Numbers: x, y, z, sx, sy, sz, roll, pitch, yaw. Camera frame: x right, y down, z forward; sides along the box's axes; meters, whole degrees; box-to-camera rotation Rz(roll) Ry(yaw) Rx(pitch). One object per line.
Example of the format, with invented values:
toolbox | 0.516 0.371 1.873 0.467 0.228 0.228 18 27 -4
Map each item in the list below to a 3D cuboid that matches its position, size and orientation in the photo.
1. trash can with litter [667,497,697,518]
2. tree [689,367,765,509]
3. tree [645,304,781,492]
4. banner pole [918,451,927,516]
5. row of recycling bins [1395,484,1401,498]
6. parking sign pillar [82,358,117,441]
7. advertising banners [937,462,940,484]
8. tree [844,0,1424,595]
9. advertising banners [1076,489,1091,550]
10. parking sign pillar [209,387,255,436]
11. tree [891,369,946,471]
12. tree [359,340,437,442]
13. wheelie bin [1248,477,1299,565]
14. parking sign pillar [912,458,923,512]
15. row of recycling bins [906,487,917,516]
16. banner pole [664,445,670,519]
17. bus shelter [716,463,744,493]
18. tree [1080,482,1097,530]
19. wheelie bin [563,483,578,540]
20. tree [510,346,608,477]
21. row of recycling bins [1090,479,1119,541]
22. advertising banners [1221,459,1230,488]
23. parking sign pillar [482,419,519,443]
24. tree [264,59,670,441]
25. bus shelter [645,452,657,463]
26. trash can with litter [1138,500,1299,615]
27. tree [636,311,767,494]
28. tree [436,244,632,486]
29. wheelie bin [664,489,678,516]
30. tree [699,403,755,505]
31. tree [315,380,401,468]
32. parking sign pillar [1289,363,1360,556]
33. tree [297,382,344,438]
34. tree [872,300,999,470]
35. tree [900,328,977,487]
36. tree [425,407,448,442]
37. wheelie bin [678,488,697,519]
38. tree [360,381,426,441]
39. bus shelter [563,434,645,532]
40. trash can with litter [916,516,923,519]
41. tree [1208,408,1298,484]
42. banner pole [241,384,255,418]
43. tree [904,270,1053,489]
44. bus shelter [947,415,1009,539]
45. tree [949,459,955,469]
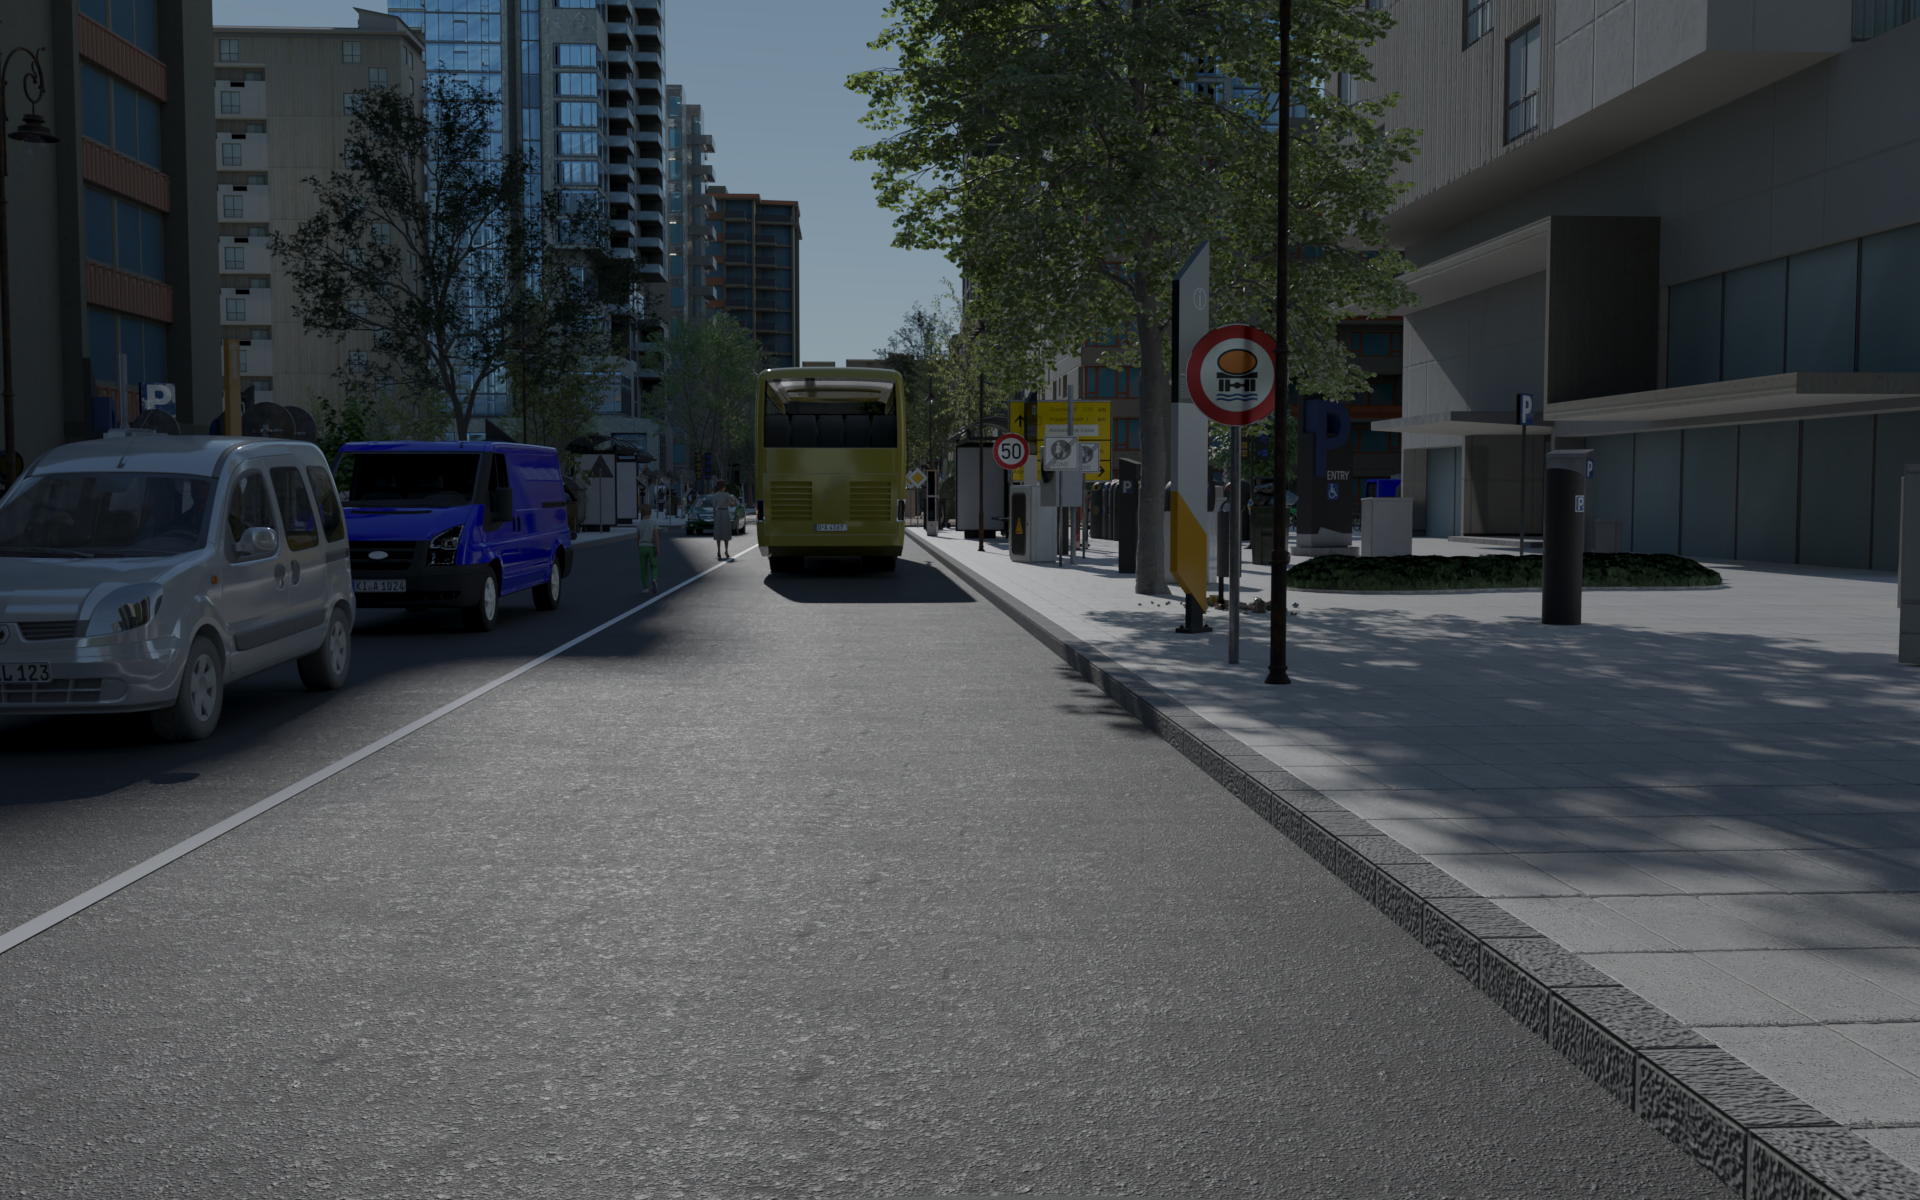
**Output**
trash can with litter | -14.584 -4.991 92.659 2.233 1.210 1.678 1 4 23
tree | -18.588 -14.404 152.507 9.611 12.733 9.660 0 3 0
tree | -15.372 -12.301 111.483 12.009 13.543 11.850 0 3 0
banner pole | -2.218 -6.803 101.250 0.863 3.779 0.401 -3 5 -44
row of recycling bins | 16.717 -3.412 62.901 1.069 1.692 3.534 3 4 36
parking sign pillar | -17.332 -2.843 34.963 1.447 3.967 1.447 -1 4 -19
advertising banners | -1.006 -5.891 92.509 0.090 3.025 2.074 -1 4 -10
tree | 2.042 -6.351 21.970 7.486 12.596 7.792 0 3 0
advertising banners | 2.683 -2.653 39.556 0.090 3.025 2.074 1 4 19
parking sign pillar | -17.971 -3.320 42.756 1.447 3.967 1.447 1 4 15
tree | -4.739 -13.090 139.782 9.928 11.665 9.643 0 3 0
tree | -23.873 -7.814 78.128 4.737 8.622 4.395 0 3 0
wheelie bin | 5.673 -1.445 31.526 0.980 1.594 0.693 2 4 25
parking sign pillar | -3.151 -8.395 125.734 1.447 3.967 1.447 -1 4 -14
row of recycling bins | -3.136 -5.910 103.734 1.069 1.692 3.534 0 4 -5
banner pole | -15.080 -6.049 88.912 0.401 3.779 0.863 0 4 -7
bus shelter | -17.703 -8.711 133.709 1.731 3.624 6.357 0 4 -3
tree | 4.435 -4.146 62.380 1.663 3.219 1.824 0 3 0
wheelie bin | -11.051 -2.470 48.299 0.693 1.594 0.980 -2 4 -27
tree | -19.258 -8.179 84.089 4.360 8.622 3.978 0 3 0
row of recycling bins | 4.462 -2.539 48.629 1.069 1.692 3.534 -1 4 -9
advertising banners | 12.007 -4.795 74.590 0.090 3.025 2.074 -3 5 -42
parking sign pillar | -16.330 -4.472 61.592 1.447 3.967 1.447 1 4 17
tree | -10.433 -6.259 36.754 8.767 10.594 7.601 -1 4 -14
bus shelter | -14.533 -4.996 75.613 2.014 3.302 5.546 0 4 -3
trash can with litter | 3.032 -0.501 19.252 1.678 1.210 2.233 -1 4 -12
tree | -14.651 -10.624 99.453 9.928 11.665 9.643 0 3 0
tree | -12.084 -6.145 50.839 4.737 8.622 4.395 0 3 0
wheelie bin | -17.237 -5.859 103.703 0.693 1.594 0.980 3 4 38
tree | -17.220 -10.827 127.380 4.360 8.622 3.978 0 3 0
tree | -10.290 -2.136 29.526 1.663 3.219 1.824 0 3 0
parking sign pillar | 7.611 -2.911 36.062 1.447 3.967 1.447 -3 4 -38
tree | -42.251 -9.949 113.022 4.737 8.622 4.395 0 3 0
tree | -1.539 -9.154 84.074 7.601 10.594 8.767 -1 4 -22
tree | -0.947 -7.698 76.219 4.737 8.622 4.395 0 3 0
tree | -43.123 -11.506 138.477 4.360 8.622 3.978 0 3 0
wheelie bin | -14.085 -5.049 90.462 0.693 1.594 0.980 -2 4 -28
tree | -36.327 -9.653 108.192 4.360 8.622 3.978 0 3 0
bus shelter | -12.529 -4.100 60.952 2.014 3.302 5.546 0 4 -4
trash can with litter | -1.779 -4.759 88.873 1.678 1.210 2.233 2 4 24
tree | 9.757 -4.397 55.608 4.285 4.588 4.351 0 3 0
banner pole | -16.148 -3.005 39.150 0.401 3.779 0.863 2 4 28
tree | 0.630 -6.446 55.751 4.360 8.622 3.978 0 3 0
bus shelter | 0.800 -3.269 47.378 2.014 3.302 5.546 0 4 -3
tree | 0.729 -8.876 128.833 4.285 4.588 4.351 0 3 0
